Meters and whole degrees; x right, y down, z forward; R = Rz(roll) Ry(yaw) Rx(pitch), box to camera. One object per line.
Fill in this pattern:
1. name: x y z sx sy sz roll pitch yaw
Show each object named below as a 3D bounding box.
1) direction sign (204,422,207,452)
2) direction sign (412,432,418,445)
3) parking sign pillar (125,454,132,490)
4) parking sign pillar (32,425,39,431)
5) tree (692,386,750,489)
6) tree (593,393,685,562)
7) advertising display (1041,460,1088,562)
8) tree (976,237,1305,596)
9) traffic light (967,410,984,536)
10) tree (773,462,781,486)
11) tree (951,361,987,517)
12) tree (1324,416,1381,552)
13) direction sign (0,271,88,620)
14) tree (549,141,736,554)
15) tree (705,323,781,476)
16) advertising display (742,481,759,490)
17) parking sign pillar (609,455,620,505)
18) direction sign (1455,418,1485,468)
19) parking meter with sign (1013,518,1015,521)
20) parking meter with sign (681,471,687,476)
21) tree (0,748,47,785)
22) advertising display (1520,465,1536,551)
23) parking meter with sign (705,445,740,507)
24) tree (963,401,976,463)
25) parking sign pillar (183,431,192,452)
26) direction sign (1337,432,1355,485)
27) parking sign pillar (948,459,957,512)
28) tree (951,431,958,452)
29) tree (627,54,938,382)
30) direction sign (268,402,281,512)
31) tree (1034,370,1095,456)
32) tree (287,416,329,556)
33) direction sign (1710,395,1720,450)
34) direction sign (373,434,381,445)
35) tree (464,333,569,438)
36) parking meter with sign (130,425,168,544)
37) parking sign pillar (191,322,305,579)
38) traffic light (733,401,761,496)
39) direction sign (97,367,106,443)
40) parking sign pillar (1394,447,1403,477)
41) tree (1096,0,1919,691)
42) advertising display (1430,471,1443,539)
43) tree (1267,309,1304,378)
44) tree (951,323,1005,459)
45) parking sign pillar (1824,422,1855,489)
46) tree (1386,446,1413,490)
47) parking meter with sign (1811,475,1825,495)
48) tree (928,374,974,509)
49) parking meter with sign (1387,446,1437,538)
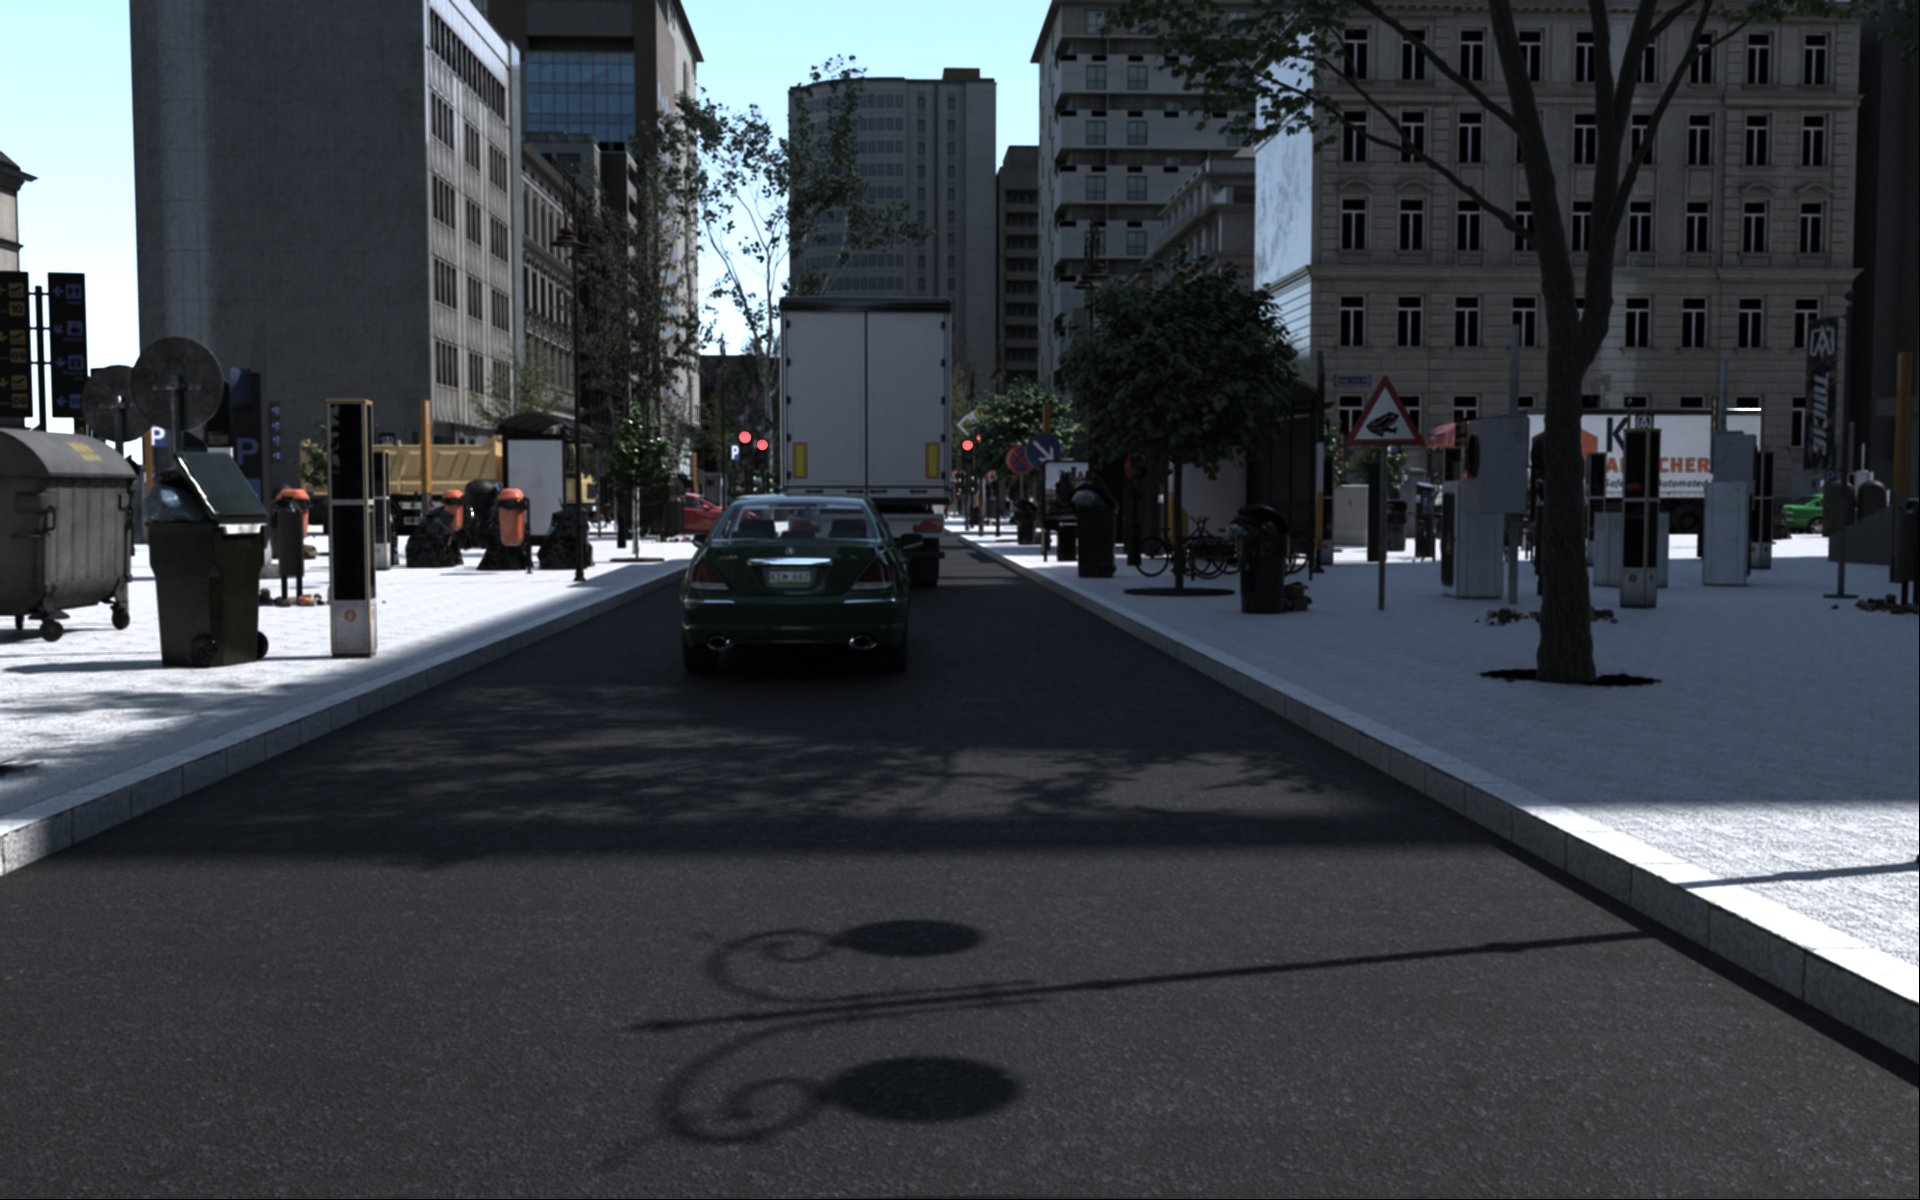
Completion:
1. direction sign: -17.219 -2.936 40.005 0.876 3.537 0.379 3 5 41
2. direction sign: -19.889 -4.360 63.282 0.379 3.537 0.876 -2 4 -29
3. parking sign pillar: -56.192 -7.810 116.166 1.447 3.967 1.447 2 4 27
4. parking sign pillar: -35.450 -4.721 65.661 1.447 3.967 1.447 2 4 26
5. tree: -16.176 -10.298 118.737 4.737 8.622 4.395 0 3 0
6. tree: -6.241 -2.337 32.807 1.663 3.219 1.824 0 3 0
7. advertising display: 2.033 -1.696 32.940 0.974 1.923 0.123 -1 4 -13
8. tree: 2.849 -2.366 22.398 4.285 4.588 4.351 0 3 0
9. traffic light: 0.625 -3.891 52.535 0.839 4.253 0.868 0 4 -3
10. tree: -8.963 -5.712 87.996 1.663 3.219 1.824 0 3 0
11. tree: -0.150 -8.842 94.929 4.737 8.622 4.395 0 3 0
12. tree: 8.128 -2.692 38.613 1.663 3.219 1.824 0 3 0
13. direction sign: -9.385 -1.574 17.737 0.876 3.537 0.379 -1 4 -12
14. tree: -6.903 -5.297 36.965 4.360 8.622 3.978 0 3 0
15. tree: -9.642 -9.755 93.905 8.767 10.594 7.601 0 4 -4
16. advertising display: -10.080 -4.783 83.416 0.974 1.923 0.123 -3 5 -43
17. parking sign pillar: -19.767 -6.835 100.219 1.447 3.967 1.447 -3 5 -44
18. direction sign: 15.092 -3.628 51.322 0.876 3.537 0.379 0 4 0
19. parking meter with sign: 3.161 -4.860 75.715 1.738 3.016 0.543 0 4 -4
20. parking meter with sign: -20.222 -8.221 130.674 1.738 3.016 0.543 3 4 38
21. tree: -4.974 -5.002 7.536 9.928 11.665 9.643 0 3 0
22. advertising display: 12.909 -2.090 39.379 0.123 1.923 0.974 0 4 5
23. parking meter with sign: -8.672 -3.993 61.552 1.738 3.016 0.543 2 4 30
24. tree: 1.756 -3.864 46.892 4.285 4.588 4.351 0 3 0
25. parking sign pillar: -31.487 -5.103 71.913 1.447 3.967 1.447 -2 4 -30
26. direction sign: 13.996 -4.337 62.905 0.876 3.537 0.379 -2 4 -34
27. parking sign pillar: -0.930 -8.506 127.550 1.447 3.967 1.447 -2 4 -24
28. tree: -2.265 -11.088 131.658 4.360 8.622 3.978 0 3 0
29. tree: -6.742 -13.306 73.449 12.611 20.169 13.585 0 3 0
30. direction sign: -16.924 -3.085 42.435 0.379 3.537 0.876 1 4 15
31. tree: 5.535 -9.316 102.685 4.360 8.622 3.978 0 3 0
32. tree: -12.973 -2.559 36.442 1.663 3.219 1.824 0 3 0
33. direction sign: 17.406 -2.933 39.945 0.379 3.537 0.876 2 4 35
34. direction sign: -21.850 -4.456 64.855 0.876 3.537 0.379 -2 4 -31
35. tree: -19.944 -7.854 78.768 4.737 8.622 4.395 0 3 0
36. parking meter with sign: -20.977 -2.953 44.545 1.738 3.016 0.543 3 5 43
37. parking sign pillar: -10.862 -2.328 26.540 1.447 3.967 1.447 -1 4 -17
38. traffic light: -6.427 -3.869 52.175 0.839 4.253 0.868 0 4 -3
39. direction sign: -15.687 -2.401 31.253 0.876 3.537 0.379 2 4 29
40. parking sign pillar: 17.070 -4.936 69.178 1.447 3.967 1.447 -2 4 -32
41. tree: 4.223 -5.257 11.709 9.928 11.665 9.643 0 3 0
42. advertising display: 13.761 -2.702 49.384 0.974 1.923 0.123 -3 4 -36
43. tree: 11.469 -7.213 68.289 4.737 8.622 4.395 0 3 0
44. tree: -1.763 -12.851 120.485 12.009 13.543 11.850 0 3 0
45. parking sign pillar: 32.607 -4.635 64.255 1.447 3.967 1.447 -3 4 -37
46. tree: 10.794 -3.060 44.631 1.663 3.219 1.824 0 3 0
47. parking meter with sign: 34.936 -4.532 70.354 0.543 3.016 1.738 0 4 5
48. tree: -2.150 -13.636 141.070 7.486 12.596 7.792 0 3 0
49. parking meter with sign: 13.218 -3.314 50.447 1.738 3.016 0.543 -2 4 -29
